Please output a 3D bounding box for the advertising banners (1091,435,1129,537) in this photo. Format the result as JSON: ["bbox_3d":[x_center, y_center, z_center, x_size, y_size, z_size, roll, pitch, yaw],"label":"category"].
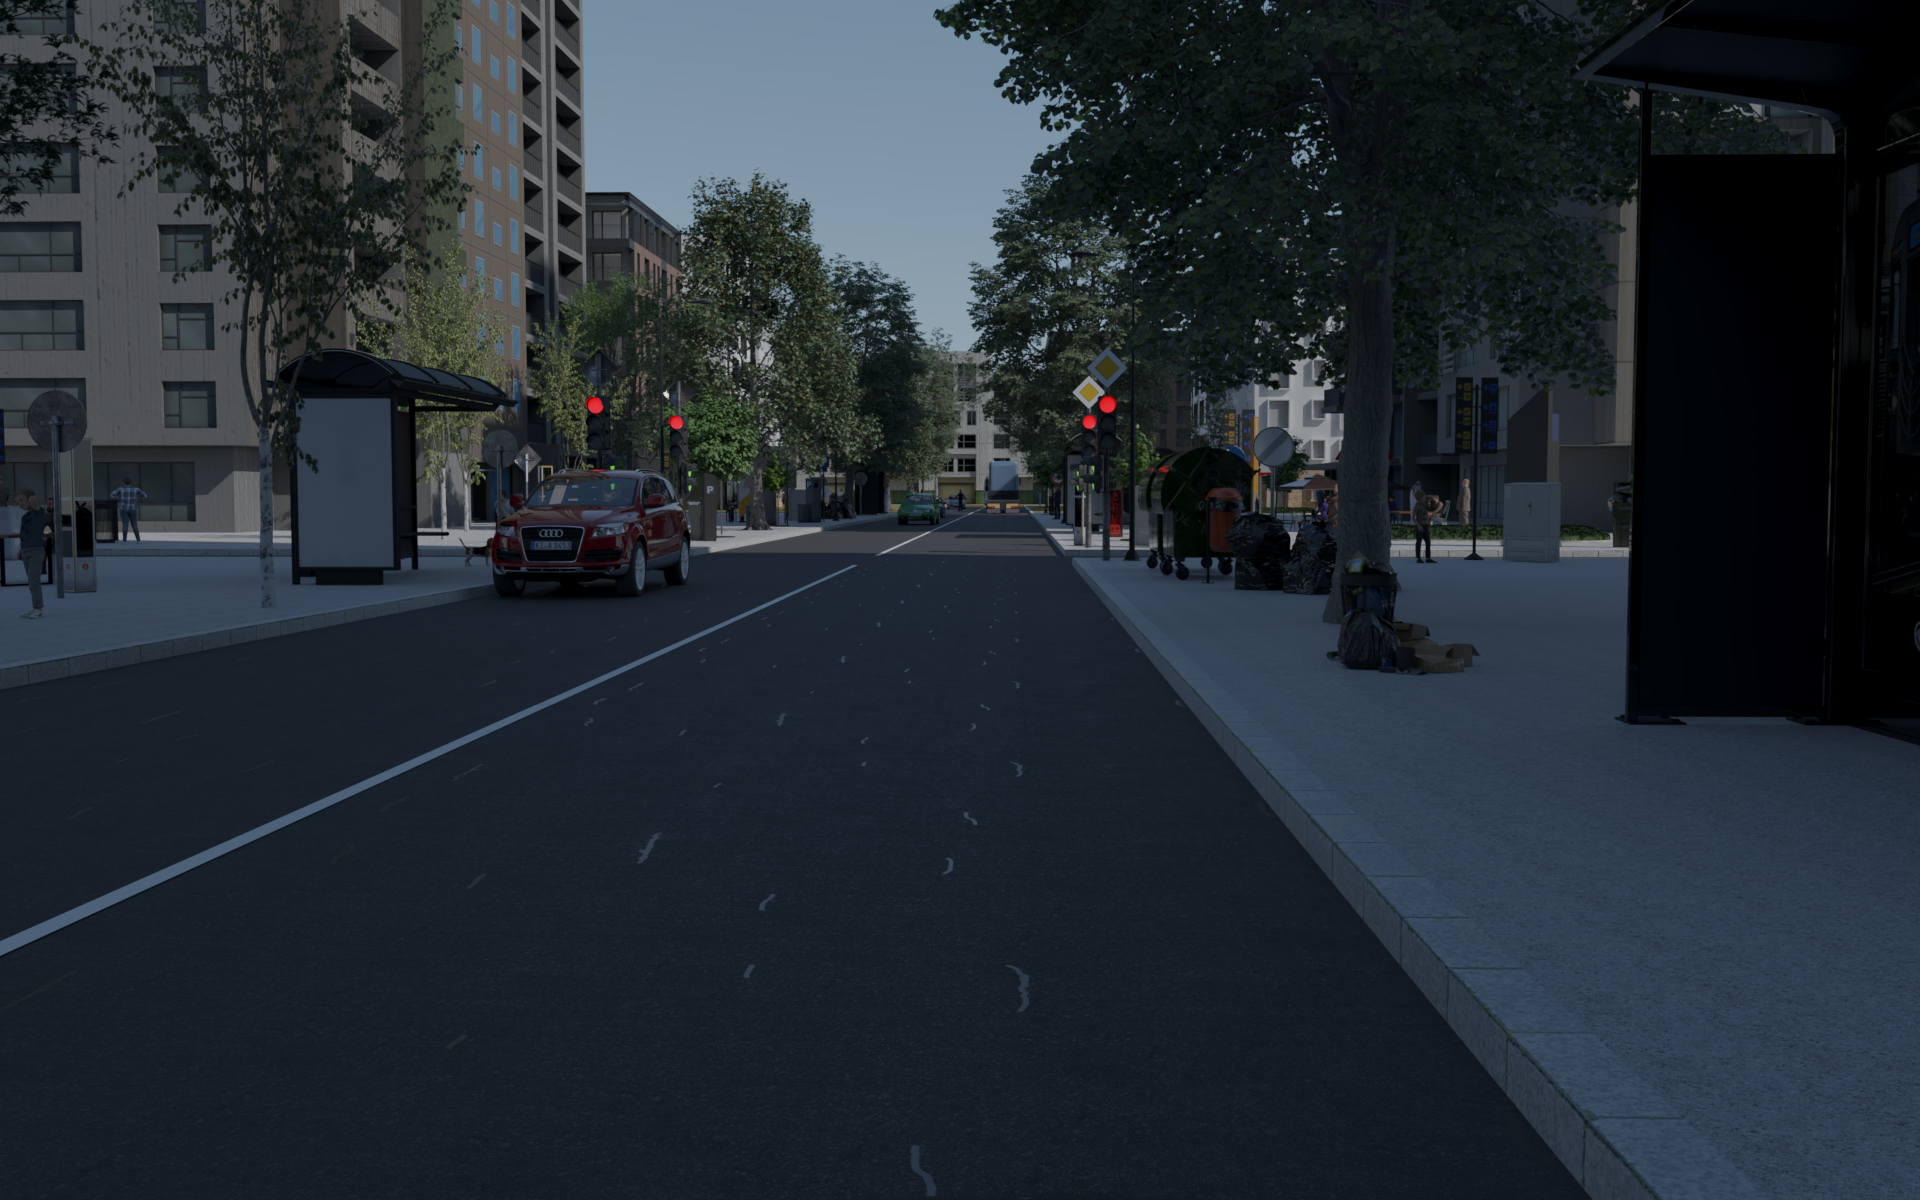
[{"bbox_3d":[4.631,-3.379,51.433,2.074,3.025,0.090,1,4,13],"label":"advertising banners"}]

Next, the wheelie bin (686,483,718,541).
[{"bbox_3d":[-7.119,-2.446,47.904,0.980,1.594,0.693,3,5,43],"label":"wheelie bin"}]

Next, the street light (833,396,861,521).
[{"bbox_3d":[-5.340,-6.692,81.952,1.470,5.913,1.316,0,4,2],"label":"street light"}]

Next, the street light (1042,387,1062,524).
[{"bbox_3d":[3.994,-6.281,75.230,1.470,5.913,1.316,0,4,2],"label":"street light"}]

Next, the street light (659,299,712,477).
[{"bbox_3d":[-6.596,-4.211,41.399,1.470,5.913,1.316,0,4,2],"label":"street light"}]

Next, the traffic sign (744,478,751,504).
[{"bbox_3d":[-8.892,-4.505,73.765,0.768,2.556,0.104,0,4,8],"label":"traffic sign"}]

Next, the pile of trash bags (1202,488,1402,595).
[{"bbox_3d":[4.430,-0.856,23.753,1.912,1.369,3.447,-2,4,-28],"label":"pile of trash bags"}]

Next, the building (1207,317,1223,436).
[{"bbox_3d":[28.102,-17.258,138.580,16.016,20.091,11.380,0,4,2],"label":"building"}]

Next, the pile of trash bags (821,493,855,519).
[{"bbox_3d":[-7.001,-4.887,89.648,1.912,1.369,3.447,-3,5,-42],"label":"pile of trash bags"}]

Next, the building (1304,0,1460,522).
[{"bbox_3d":[30.765,-26.533,88.444,22.147,44.769,28.867,0,4,2],"label":"building"}]

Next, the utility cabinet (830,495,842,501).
[{"bbox_3d":[-7.679,-5.874,107.205,1.020,1.237,0.306,3,5,42],"label":"utility cabinet"}]

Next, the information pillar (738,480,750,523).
[{"bbox_3d":[-9.705,-5.281,77.703,0.504,3.616,0.183,0,4,5],"label":"information pillar"}]

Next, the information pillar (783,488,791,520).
[{"bbox_3d":[-8.608,-5.813,86.395,0.183,3.616,0.504,-3,5,-39],"label":"information pillar"}]

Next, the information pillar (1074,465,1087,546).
[{"bbox_3d":[3.044,-2.369,43.231,0.304,2.012,0.304,3,5,44],"label":"information pillar"}]

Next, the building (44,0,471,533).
[{"bbox_3d":[-27.014,-17.788,62.543,14.160,30.474,14.107,0,4,2],"label":"building"}]

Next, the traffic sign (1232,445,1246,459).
[{"bbox_3d":[7.098,-2.771,45.418,0.768,2.556,0.104,1,4,8],"label":"traffic sign"}]

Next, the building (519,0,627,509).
[{"bbox_3d":[-29.449,-40.051,93.090,20.563,71.187,20.611,0,4,2],"label":"building"}]

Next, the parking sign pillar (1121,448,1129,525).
[{"bbox_3d":[6.514,-5.143,72.556,1.447,3.967,1.447,-3,5,-42],"label":"parking sign pillar"}]

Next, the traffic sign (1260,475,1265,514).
[{"bbox_3d":[8.638,-3.044,49.877,0.768,2.556,0.104,1,4,11],"label":"traffic sign"}]

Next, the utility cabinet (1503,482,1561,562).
[{"bbox_3d":[10.792,-1.471,32.731,0.318,1.500,1.173,-2,4,-26],"label":"utility cabinet"}]

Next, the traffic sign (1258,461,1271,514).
[{"bbox_3d":[8.294,-2.936,48.015,0.884,2.594,0.081,1,4,10],"label":"traffic sign"}]

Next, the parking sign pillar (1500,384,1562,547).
[{"bbox_3d":[13.996,-3.295,42.339,1.447,3.967,1.447,-2,4,-29],"label":"parking sign pillar"}]

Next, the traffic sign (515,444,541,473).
[{"bbox_3d":[-11.404,-2.806,45.604,0.795,2.593,0.064,1,4,10],"label":"traffic sign"}]

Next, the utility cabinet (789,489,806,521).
[{"bbox_3d":[-7.543,-4.511,82.429,1.173,1.500,0.318,-2,4,-28],"label":"utility cabinet"}]

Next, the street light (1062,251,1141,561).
[{"bbox_3d":[2.773,-3.712,33.232,1.470,5.913,1.316,0,4,2],"label":"street light"}]

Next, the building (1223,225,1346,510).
[{"bbox_3d":[28.256,-16.562,127.211,16.016,20.091,11.380,0,4,2],"label":"building"}]

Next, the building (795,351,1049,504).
[{"bbox_3d":[-4.507,-21.804,222.945,31.486,18.905,16.747,0,4,2],"label":"building"}]

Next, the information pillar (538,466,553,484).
[{"bbox_3d":[-10.814,-2.491,45.224,0.304,2.012,0.304,-2,4,-31],"label":"information pillar"}]

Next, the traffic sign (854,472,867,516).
[{"bbox_3d":[-5.799,-6.174,101.058,0.768,2.556,0.104,1,4,11],"label":"traffic sign"}]

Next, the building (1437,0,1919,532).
[{"bbox_3d":[25.326,-23.002,59.673,14.086,41.232,14.154,0,4,2],"label":"building"}]

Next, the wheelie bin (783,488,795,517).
[{"bbox_3d":[-9.476,-5.461,97.191,0.693,1.594,0.980,-3,5,-41],"label":"wheelie bin"}]

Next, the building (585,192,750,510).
[{"bbox_3d":[-32.324,-17.737,133.969,27.936,21.610,32.646,0,4,2],"label":"building"}]

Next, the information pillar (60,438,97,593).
[{"bbox_3d":[-11.508,-1.106,22.579,0.304,2.012,0.304,2,4,31],"label":"information pillar"}]

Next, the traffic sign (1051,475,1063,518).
[{"bbox_3d":[5.289,-5.705,93.382,0.768,2.556,0.104,0,4,4],"label":"traffic sign"}]

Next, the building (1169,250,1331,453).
[{"bbox_3d":[35.299,-19.420,161.485,27.936,21.610,32.646,0,4,2],"label":"building"}]

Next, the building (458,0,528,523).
[{"bbox_3d":[-28.153,-26.064,76.259,14.600,45.320,14.200,0,4,2],"label":"building"}]

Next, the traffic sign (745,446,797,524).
[{"bbox_3d":[-8.006,-4.850,73.175,2.265,3.308,0.079,1,4,10],"label":"traffic sign"}]

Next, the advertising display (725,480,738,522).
[{"bbox_3d":[-10.382,-4.487,78.577,0.123,1.923,0.974,1,4,22],"label":"advertising display"}]

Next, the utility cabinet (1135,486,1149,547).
[{"bbox_3d":[4.650,-2.021,41.716,0.318,1.500,1.173,-2,4,-28],"label":"utility cabinet"}]

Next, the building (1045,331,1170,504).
[{"bbox_3d":[27.707,-23.435,227.140,32.646,21.610,27.936,0,4,2],"label":"building"}]

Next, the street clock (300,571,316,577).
[{"bbox_3d":[-10.109,-1.359,26.792,0.358,2.002,0.471,1,4,11],"label":"street clock"}]

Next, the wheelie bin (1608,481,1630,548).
[{"bbox_3d":[16.026,-2.057,41.545,0.980,1.594,0.693,2,4,29],"label":"wheelie bin"}]

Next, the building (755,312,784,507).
[{"bbox_3d":[-23.808,-19.293,171.856,11.380,20.091,16.016,0,4,2],"label":"building"}]
